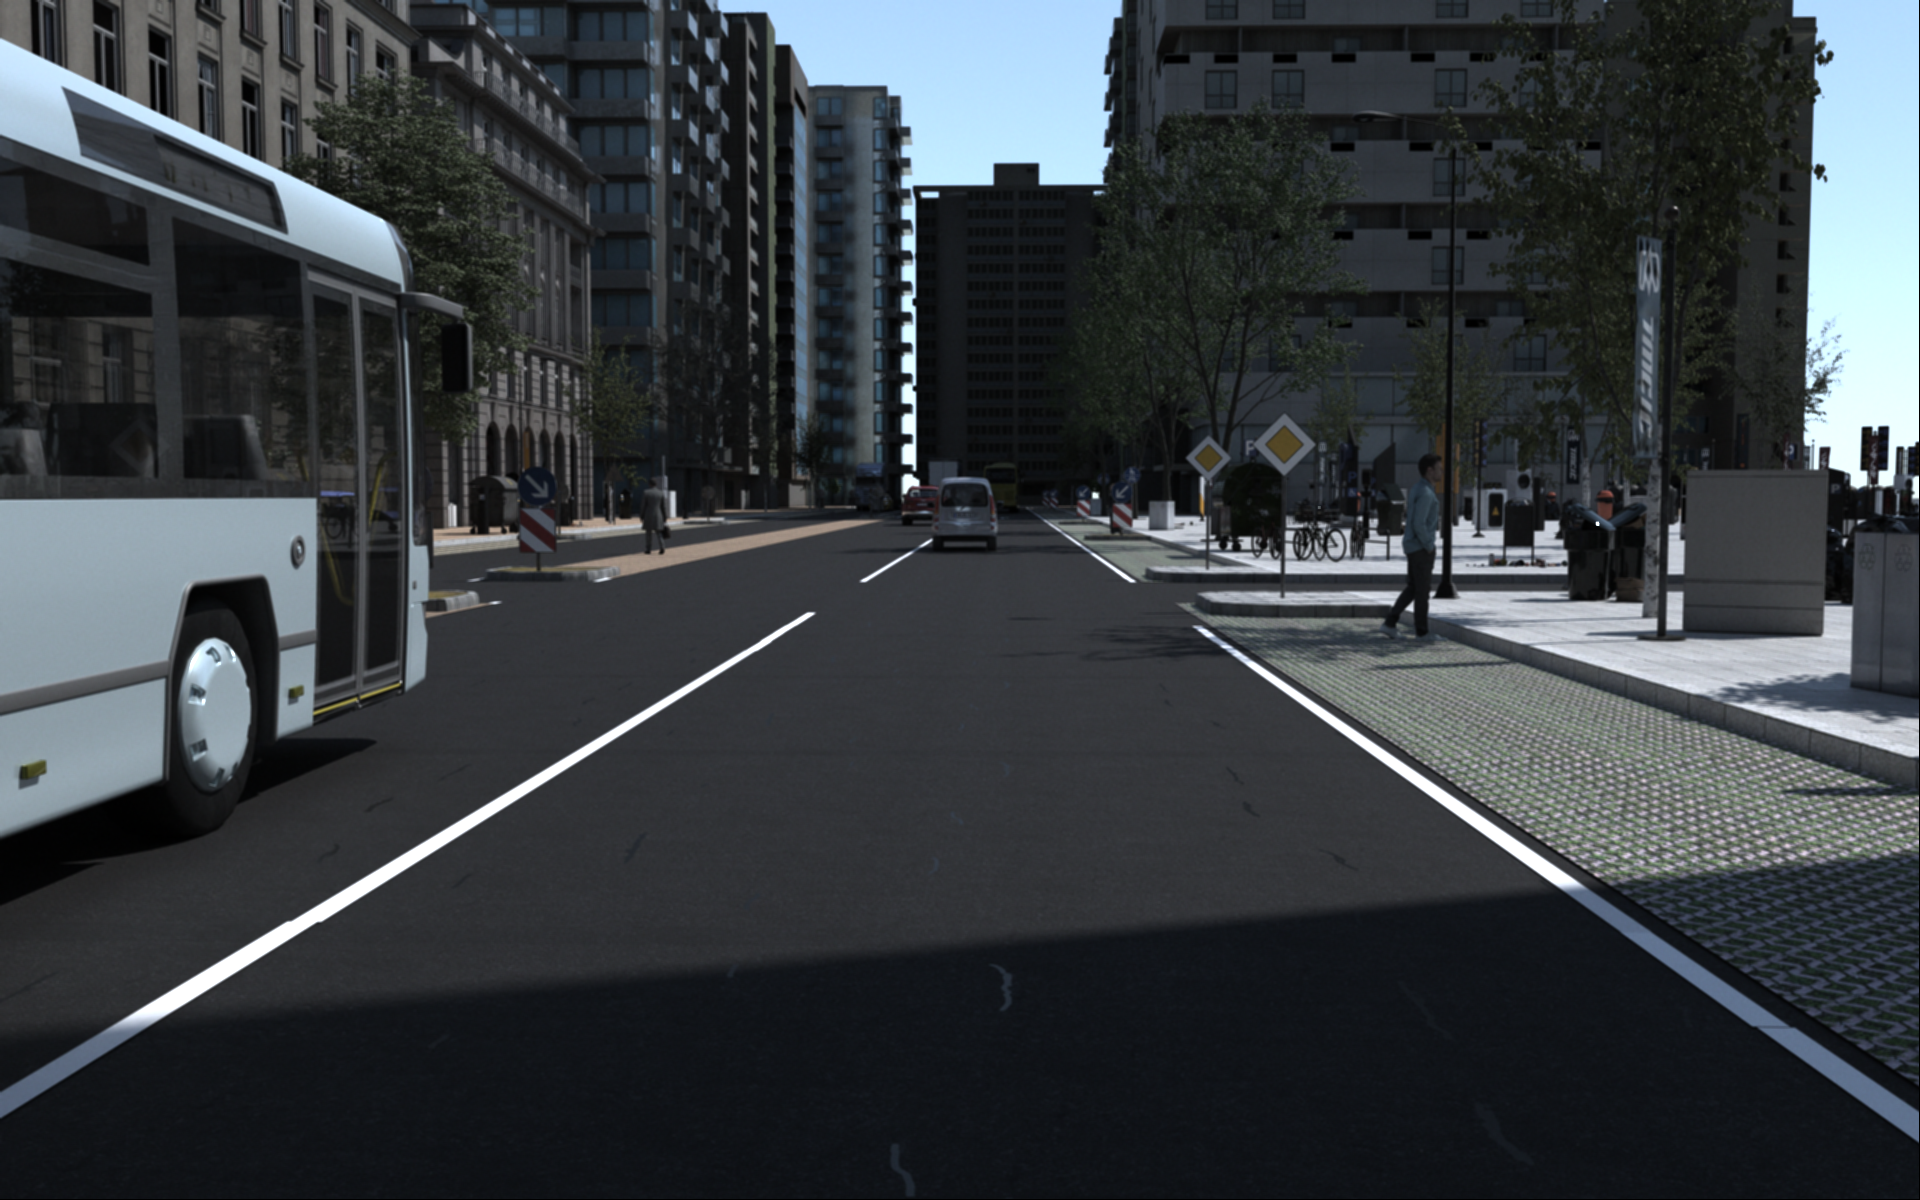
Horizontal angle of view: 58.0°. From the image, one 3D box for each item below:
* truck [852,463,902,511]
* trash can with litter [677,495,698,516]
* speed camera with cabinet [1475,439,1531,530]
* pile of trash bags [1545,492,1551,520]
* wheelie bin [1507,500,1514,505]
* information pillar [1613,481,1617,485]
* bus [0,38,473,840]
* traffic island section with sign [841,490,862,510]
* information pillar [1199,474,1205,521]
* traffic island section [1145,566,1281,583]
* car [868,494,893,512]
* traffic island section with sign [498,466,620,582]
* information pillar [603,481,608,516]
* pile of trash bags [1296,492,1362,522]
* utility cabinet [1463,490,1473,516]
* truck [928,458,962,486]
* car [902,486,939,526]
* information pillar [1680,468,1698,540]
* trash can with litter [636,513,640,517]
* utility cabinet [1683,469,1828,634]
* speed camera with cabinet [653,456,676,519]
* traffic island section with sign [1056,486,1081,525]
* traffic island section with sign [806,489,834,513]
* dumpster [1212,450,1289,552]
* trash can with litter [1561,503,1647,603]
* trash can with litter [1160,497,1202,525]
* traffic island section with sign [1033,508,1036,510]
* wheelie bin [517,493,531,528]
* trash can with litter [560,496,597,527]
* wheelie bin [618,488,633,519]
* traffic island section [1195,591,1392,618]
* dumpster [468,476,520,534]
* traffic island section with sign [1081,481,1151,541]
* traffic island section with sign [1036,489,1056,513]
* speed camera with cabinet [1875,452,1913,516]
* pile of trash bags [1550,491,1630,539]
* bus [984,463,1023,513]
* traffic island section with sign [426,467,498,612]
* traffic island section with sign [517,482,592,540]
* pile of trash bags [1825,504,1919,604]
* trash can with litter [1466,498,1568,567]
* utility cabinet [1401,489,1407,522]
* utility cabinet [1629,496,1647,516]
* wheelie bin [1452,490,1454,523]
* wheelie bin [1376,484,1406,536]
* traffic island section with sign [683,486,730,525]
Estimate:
[{"bbox_3d":[-7.164,-10.041,153.926,2.967,4.110,18.799,0,4,3],"label":"truck"},{"bbox_3d":[-16.353,-5.651,103.458,1.678,1.210,2.233,-1,4,-9],"label":"trash can with litter"},{"bbox_3d":[19.310,-4.110,61.535,2.038,3.252,0.660,-2,4,-24],"label":"speed camera with cabinet"},{"bbox_3d":[29.436,-4.631,85.461,1.912,1.369,3.447,0,4,7],"label":"pile of trash bags"},{"bbox_3d":[27.474,-4.832,86.911,0.693,1.594,0.980,2,4,24],"label":"wheelie bin"},{"bbox_3d":[36.109,-5.582,95.749,0.304,2.012,0.304,3,4,38],"label":"information pillar"},{"bbox_3d":[-4.357,-0.585,4.417,2.948,3.499,13.247,0,3,0],"label":"bus"},{"bbox_3d":[-9.840,-9.210,159.204,1.989,1.847,2.006,0,4,2],"label":"traffic island section with sign"},{"bbox_3d":[11.405,-5.522,81.643,0.183,3.616,0.504,2,4,26],"label":"information pillar"},{"bbox_3d":[4.212,-0.432,29.342,2.009,0.180,2.903,0,4,2],"label":"traffic island section"},{"bbox_3d":[-6.470,-8.066,142.107,2.015,1.641,3.980,0,4,3],"label":"car"},{"bbox_3d":[-6.974,-1.295,29.304,2.006,1.907,1.989,0,4,2],"label":"traffic island section with sign"},{"bbox_3d":[-20.197,-5.784,99.054,0.304,2.012,0.304,-3,5,-43],"label":"information pillar"},{"bbox_3d":[17.258,-4.325,80.460,1.912,1.369,3.447,-3,4,-36],"label":"pile of trash bags"},{"bbox_3d":[29.855,-5.649,101.040,0.318,1.500,1.173,-1,4,-21],"label":"utility cabinet"},{"bbox_3d":[-1.125,-9.338,141.583,2.839,4.237,11.283,0,4,2],"label":"truck"},{"bbox_3d":[-1.583,-4.377,80.241,2.281,1.827,5.304,0,4,2],"label":"car"},{"bbox_3d":[20.370,-2.686,48.402,0.304,2.012,0.304,-2,4,-30],"label":"information pillar"},{"bbox_3d":[-17.166,-5.150,95.253,1.678,1.210,2.233,-3,5,-42],"label":"trash can with litter"},{"bbox_3d":[7.323,-0.445,15.960,1.173,1.500,0.318,2,4,27],"label":"utility cabinet"},{"bbox_3d":[-15.399,-5.865,90.233,0.660,3.252,2.038,1,4,9],"label":"speed camera with cabinet"},{"bbox_3d":[5.634,-4.430,81.050,1.989,1.847,2.006,0,4,2],"label":"traffic island section with sign"},{"bbox_3d":[-10.584,-7.526,131.685,1.989,1.847,2.006,0,4,2],"label":"traffic island section with sign"},{"bbox_3d":[6.565,-2.242,39.156,1.502,2.255,1.985,0,4,1],"label":"dumpster"},{"bbox_3d":[7.831,-0.580,20.862,1.055,1.170,0.624,3,5,39],"label":"trash can with litter"},{"bbox_3d":[8.875,-3.674,71.135,2.233,1.210,1.678,0,4,-3],"label":"trash can with litter"},{"bbox_3d":[7.703,-9.136,158.004,1.989,1.847,2.006,0,4,2],"label":"traffic island section with sign"},{"bbox_3d":[-16.654,-3.549,65.942,0.693,1.594,0.980,0,4,-7],"label":"wheelie bin"},{"bbox_3d":[-15.415,-3.537,68.891,1.678,1.210,2.233,-1,4,-20],"label":"trash can with litter"},{"bbox_3d":[-17.145,-4.952,88.881,0.693,1.594,0.980,0,4,-2],"label":"wheelie bin"},{"bbox_3d":[3.996,0.056,21.360,2.009,0.180,2.903,0,4,2],"label":"traffic island section"},{"bbox_3d":[-15.030,-3.066,55.889,1.264,1.857,1.865,0,4,2],"label":"dumpster"},{"bbox_3d":[4.887,-2.771,53.931,1.989,1.847,2.006,0,4,2],"label":"traffic island section with sign"},{"bbox_3d":[6.978,-7.488,131.059,1.989,1.847,2.006,0,4,2],"label":"traffic island section with sign"},{"bbox_3d":[43.186,-5.241,80.033,2.038,3.252,0.660,-2,4,-31],"label":"speed camera with cabinet"},{"bbox_3d":[17.789,-2.360,48.333,1.912,1.369,3.447,1,4,11],"label":"pile of trash bags"},{"bbox_3d":[3.349,-8.750,134.611,2.896,3.916,12.252,0,4,3],"label":"bus"},{"bbox_3d":[-7.184,-0.842,21.900,2.006,1.907,1.989,0,4,2],"label":"traffic island section with sign"},{"bbox_3d":[-12.680,-2.800,54.415,1.989,1.847,2.006,0,4,2],"label":"traffic island section with sign"},{"bbox_3d":[11.877,-0.669,20.698,3.447,1.369,1.912,0,4,3],"label":"pile of trash bags"},{"bbox_3d":[10.257,-1.198,30.650,2.233,1.210,1.678,2,4,34],"label":"trash can with litter"},{"bbox_3d":[19.913,-4.304,79.050,0.318,1.500,1.173,-1,4,-20],"label":"utility cabinet"},{"bbox_3d":[23.218,-2.942,59.266,0.306,1.237,1.020,0,4,-1],"label":"utility cabinet"},{"bbox_3d":[21.645,-4.197,76.529,0.693,1.594,0.980,1,4,13],"label":"wheelie bin"},{"bbox_3d":[13.223,-2.779,53.351,0.980,1.594,0.693,-2,4,-30],"label":"wheelie bin"},{"bbox_3d":[-11.928,-4.480,81.883,1.989,1.847,2.006,0,4,2],"label":"traffic island section with sign"}]
